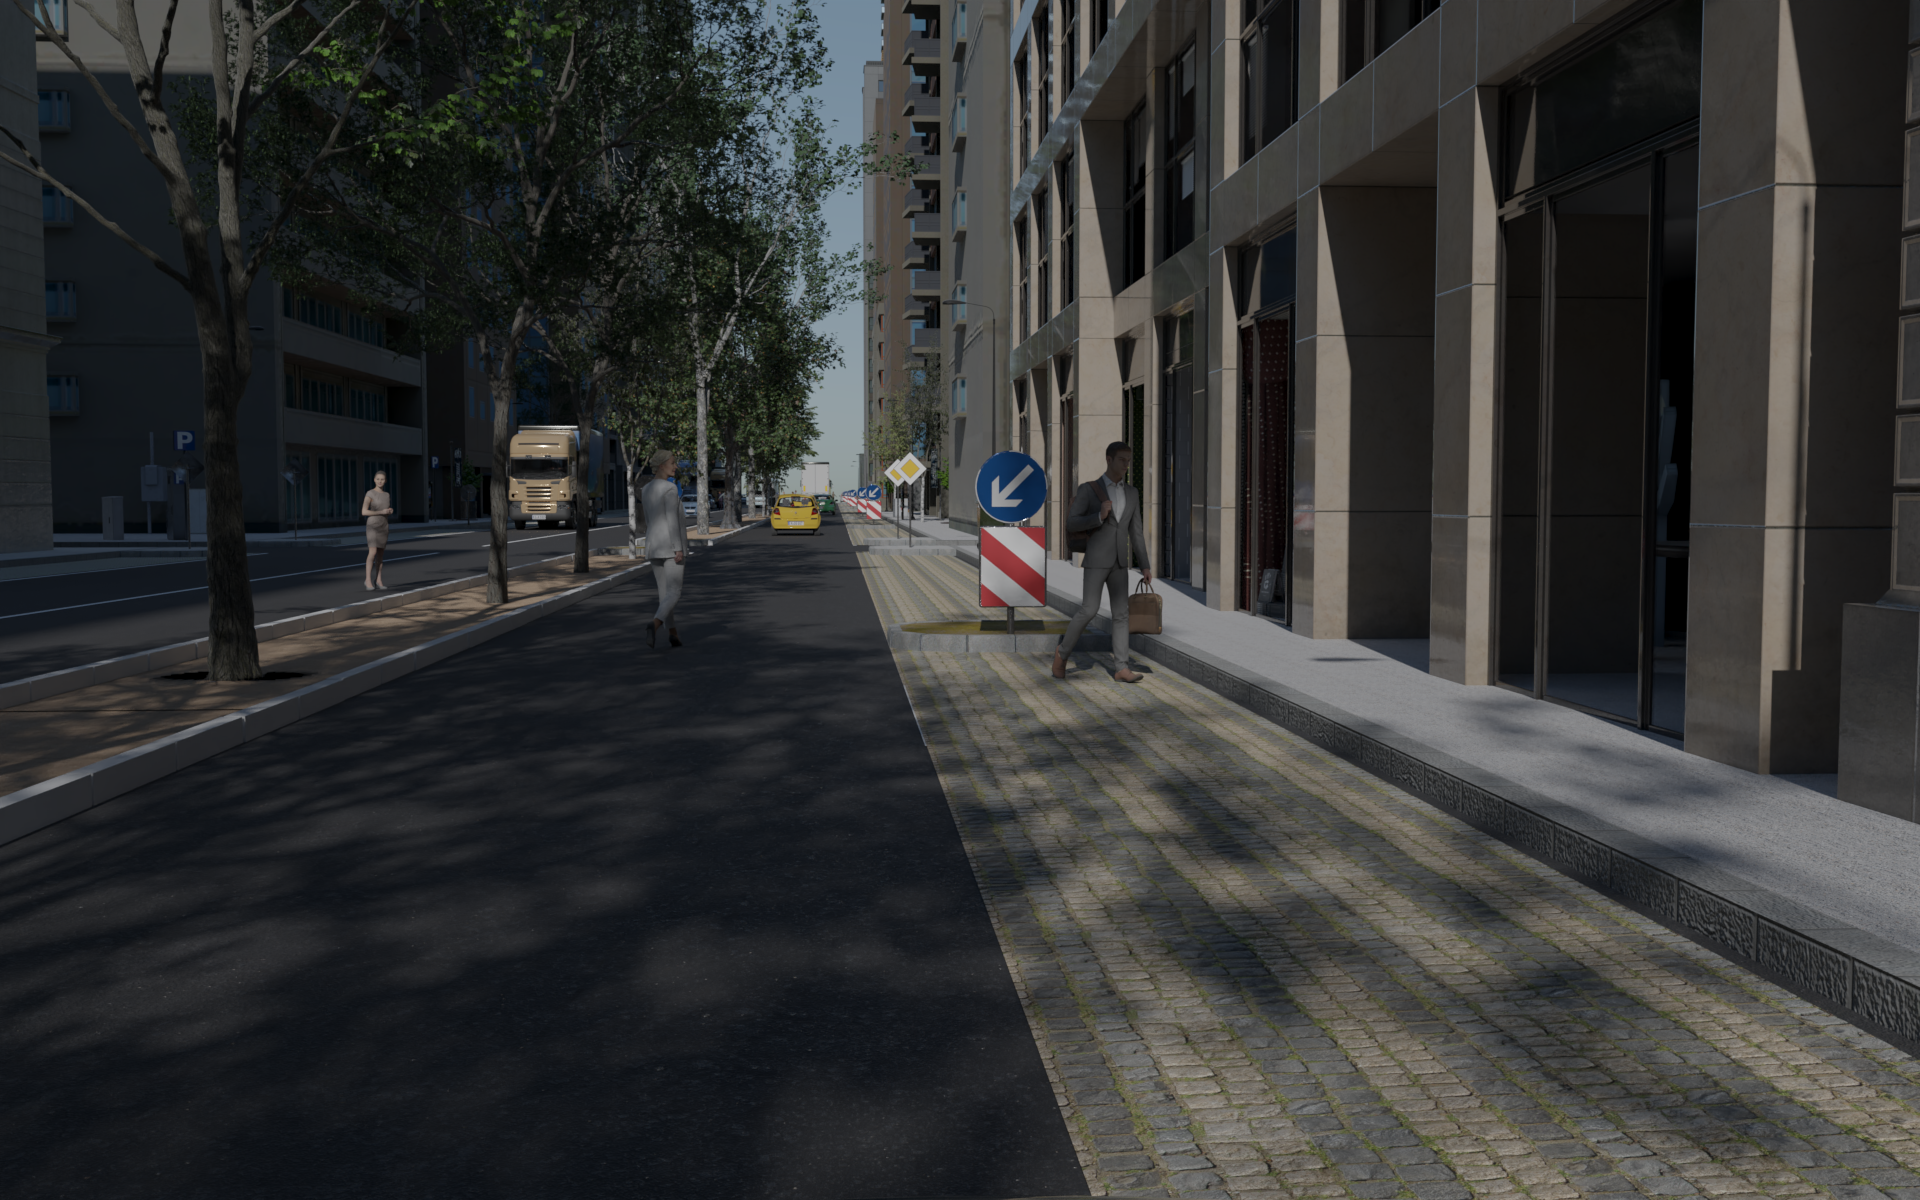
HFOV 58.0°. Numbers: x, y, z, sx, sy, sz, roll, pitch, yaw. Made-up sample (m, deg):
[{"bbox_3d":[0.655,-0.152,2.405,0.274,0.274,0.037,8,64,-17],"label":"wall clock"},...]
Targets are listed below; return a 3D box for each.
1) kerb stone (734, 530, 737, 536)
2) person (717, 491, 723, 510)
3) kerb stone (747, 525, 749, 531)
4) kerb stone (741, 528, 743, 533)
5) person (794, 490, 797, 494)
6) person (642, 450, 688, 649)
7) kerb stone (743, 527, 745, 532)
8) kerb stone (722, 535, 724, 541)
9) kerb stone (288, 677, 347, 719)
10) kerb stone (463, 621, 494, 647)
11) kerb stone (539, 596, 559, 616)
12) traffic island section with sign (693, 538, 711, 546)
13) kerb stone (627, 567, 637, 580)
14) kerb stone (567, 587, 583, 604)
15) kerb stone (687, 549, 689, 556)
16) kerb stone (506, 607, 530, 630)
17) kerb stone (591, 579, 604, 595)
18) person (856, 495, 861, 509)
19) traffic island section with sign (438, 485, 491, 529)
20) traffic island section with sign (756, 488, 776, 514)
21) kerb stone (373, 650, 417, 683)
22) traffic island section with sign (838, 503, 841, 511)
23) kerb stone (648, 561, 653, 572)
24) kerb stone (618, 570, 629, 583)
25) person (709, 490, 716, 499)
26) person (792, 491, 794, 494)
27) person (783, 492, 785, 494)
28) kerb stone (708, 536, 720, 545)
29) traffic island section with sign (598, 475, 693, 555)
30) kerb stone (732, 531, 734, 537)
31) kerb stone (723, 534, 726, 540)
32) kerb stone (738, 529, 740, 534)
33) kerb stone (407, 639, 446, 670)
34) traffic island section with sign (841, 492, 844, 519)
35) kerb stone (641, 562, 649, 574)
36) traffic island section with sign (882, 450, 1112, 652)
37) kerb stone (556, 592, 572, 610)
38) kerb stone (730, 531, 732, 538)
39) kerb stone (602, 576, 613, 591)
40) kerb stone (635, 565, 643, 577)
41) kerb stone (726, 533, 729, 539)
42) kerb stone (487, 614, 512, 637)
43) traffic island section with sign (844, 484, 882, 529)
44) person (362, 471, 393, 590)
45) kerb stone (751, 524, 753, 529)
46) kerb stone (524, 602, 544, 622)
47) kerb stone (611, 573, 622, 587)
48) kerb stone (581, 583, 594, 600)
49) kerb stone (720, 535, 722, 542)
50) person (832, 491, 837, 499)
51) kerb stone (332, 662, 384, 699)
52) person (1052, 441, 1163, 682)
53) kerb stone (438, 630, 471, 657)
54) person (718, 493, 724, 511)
[{"bbox_3d":[-7.669,-2.195,58.084,0.120,0.150,1.000,0,4,-4],"label":"kerb stone"},{"bbox_3d":[-21.215,-8.801,153.313,0.541,1.710,0.530,-1,4,-21],"label":"person"},{"bbox_3d":[-8.274,-2.693,66.271,0.120,0.150,1.000,0,4,-4],"label":"kerb stone"},{"bbox_3d":[-7.977,-2.440,62.183,0.120,0.150,1.000,0,4,-4],"label":"kerb stone"},{"bbox_3d":[-17.408,-10.770,184.456,0.599,1.838,0.709,0,4,-1],"label":"person"},{"bbox_3d":[-2.759,-0.466,15.996,0.514,1.842,0.818,1,4,23],"label":"person"},{"bbox_3d":[-8.042,-2.505,63.203,0.120,0.150,1.000,0,4,-4],"label":"kerb stone"},{"bbox_3d":[-7.233,-1.815,51.930,0.120,0.150,1.000,0,4,-4],"label":"kerb stone"},{"bbox_3d":[-4.296,0.657,11.513,0.120,0.150,1.000,0,4,-4],"label":"kerb stone"},{"bbox_3d":[-4.662,0.341,16.624,0.120,0.150,1.000,0,4,-4],"label":"kerb stone"},{"bbox_3d":[-4.969,0.091,20.711,0.120,0.150,1.000,0,4,-4],"label":"kerb stone"},{"bbox_3d":[-8.062,-2.483,48.730,2.006,1.907,1.989,0,4,-4],"label":"traffic island section with sign"},{"bbox_3d":[-5.556,-0.408,28.901,0.120,0.150,1.000,0,4,-4],"label":"kerb stone"},{"bbox_3d":[-5.119,-0.031,22.765,0.120,0.150,1.000,0,4,-4],"label":"kerb stone"},{"bbox_3d":[-6.380,-1.094,40.144,0.120,0.150,1.000,0,4,-4],"label":"kerb stone"},{"bbox_3d":[-4.816,0.215,18.672,0.120,0.150,1.000,0,4,-4],"label":"kerb stone"},{"bbox_3d":[-5.266,-0.160,24.810,0.120,0.150,1.000,0,4,-4],"label":"kerb stone"},{"bbox_3d":[-8.950,-8.845,153.667,0.990,1.755,0.434,-2,4,-28],"label":"person"},{"bbox_3d":[-20.201,-3.815,71.002,1.989,1.847,2.006,0,4,-4],"label":"traffic island section with sign"},{"bbox_3d":[-13.509,-7.066,123.672,2.006,1.907,1.989,0,4,-4],"label":"traffic island section with sign"},{"bbox_3d":[-4.454,0.529,13.553,0.120,0.150,1.000,0,4,-4],"label":"kerb stone"},{"bbox_3d":[-9.328,-8.604,149.297,1.989,1.847,2.006,0,4,-4],"label":"traffic island section with sign"},{"bbox_3d":[-5.783,-0.595,31.961,0.120,0.150,1.000,0,4,-4],"label":"kerb stone"},{"bbox_3d":[-5.491,-0.347,27.872,0.120,0.150,1.000,0,4,-4],"label":"kerb stone"},{"bbox_3d":[-24.823,-10.071,172.797,0.705,1.869,1.348,2,4,26],"label":"person"},{"bbox_3d":[-19.358,-11.640,199.531,0.721,1.743,1.217,3,5,39],"label":"person"},{"bbox_3d":[-19.919,-11.427,196.256,0.530,1.710,0.541,1,4,12],"label":"person"},{"bbox_3d":[-7.086,-1.693,49.889,0.120,0.150,1.000,0,4,-4],"label":"kerb stone"},{"bbox_3d":[-7.536,-2.031,41.342,2.006,1.907,1.989,0,4,-4],"label":"traffic island section with sign"},{"bbox_3d":[-7.606,-2.132,57.060,0.120,0.150,1.000,0,4,-4],"label":"kerb stone"},{"bbox_3d":[-7.313,-1.881,52.951,0.120,0.150,1.000,0,4,-4],"label":"kerb stone"},{"bbox_3d":[-7.823,-2.316,60.135,0.120,0.150,1.000,0,4,-4],"label":"kerb stone"},{"bbox_3d":[-4.519,0.466,14.578,0.120,0.150,1.000,0,4,-4],"label":"kerb stone"},{"bbox_3d":[-5.661,-5.516,98.821,1.989,1.847,2.006,0,4,-4],"label":"traffic island section with sign"},{"bbox_3d":[-5.709,-0.535,30.940,0.120,0.150,1.000,0,4,-4],"label":"kerb stone"},{"bbox_3d":[0.310,-0.483,16.520,1.989,1.847,2.006,0,4,-4],"label":"traffic island section with sign"},{"bbox_3d":[-5.042,0.031,21.736,0.120,0.150,1.000,0,4,-4],"label":"kerb stone"},{"bbox_3d":[-7.533,-2.069,56.030,0.120,0.150,1.000,0,4,-4],"label":"kerb stone"},{"bbox_3d":[-5.341,-0.221,25.829,0.120,0.150,1.000,0,4,-4],"label":"kerb stone"},{"bbox_3d":[-5.635,-0.470,29.920,0.120,0.150,1.000,0,4,-4],"label":"kerb stone"},{"bbox_3d":[-7.376,-1.944,53.979,0.120,0.150,1.000,0,4,-4],"label":"kerb stone"},{"bbox_3d":[-4.744,0.278,17.653,0.120,0.150,1.000,0,4,-4],"label":"kerb stone"},{"bbox_3d":[-3.707,-3.872,71.936,1.989,1.847,2.006,0,4,-4],"label":"traffic island section with sign"},{"bbox_3d":[-8.749,-1.054,26.074,0.374,1.781,0.599,2,4,28],"label":"person"},{"bbox_3d":[-8.490,-2.884,69.345,0.120,0.150,1.000,0,4,-4],"label":"kerb stone"},{"bbox_3d":[-4.904,0.153,19.691,0.120,0.150,1.000,0,4,-4],"label":"kerb stone"},{"bbox_3d":[-5.407,-0.285,26.849,0.120,0.150,1.000,0,4,-4],"label":"kerb stone"},{"bbox_3d":[-5.191,-0.091,23.785,0.120,0.150,1.000,0,4,-4],"label":"kerb stone"},{"bbox_3d":[-7.165,-1.756,50.908,0.120,0.150,1.000,0,4,-4],"label":"kerb stone"},{"bbox_3d":[-19.065,-15.435,260.877,0.705,1.823,1.348,3,5,44],"label":"person"},{"bbox_3d":[-4.380,0.591,12.531,0.120,0.150,1.000,0,4,-4],"label":"kerb stone"},{"bbox_3d":[1.115,-0.290,13.199,0.622,1.834,0.822,-3,4,-37],"label":"person"},{"bbox_3d":[-4.594,0.405,15.597,0.120,0.150,1.000,0,4,-4],"label":"kerb stone"},{"bbox_3d":[-19.065,-8.100,141.020,1.350,1.814,0.705,0,4,7],"label":"person"}]
